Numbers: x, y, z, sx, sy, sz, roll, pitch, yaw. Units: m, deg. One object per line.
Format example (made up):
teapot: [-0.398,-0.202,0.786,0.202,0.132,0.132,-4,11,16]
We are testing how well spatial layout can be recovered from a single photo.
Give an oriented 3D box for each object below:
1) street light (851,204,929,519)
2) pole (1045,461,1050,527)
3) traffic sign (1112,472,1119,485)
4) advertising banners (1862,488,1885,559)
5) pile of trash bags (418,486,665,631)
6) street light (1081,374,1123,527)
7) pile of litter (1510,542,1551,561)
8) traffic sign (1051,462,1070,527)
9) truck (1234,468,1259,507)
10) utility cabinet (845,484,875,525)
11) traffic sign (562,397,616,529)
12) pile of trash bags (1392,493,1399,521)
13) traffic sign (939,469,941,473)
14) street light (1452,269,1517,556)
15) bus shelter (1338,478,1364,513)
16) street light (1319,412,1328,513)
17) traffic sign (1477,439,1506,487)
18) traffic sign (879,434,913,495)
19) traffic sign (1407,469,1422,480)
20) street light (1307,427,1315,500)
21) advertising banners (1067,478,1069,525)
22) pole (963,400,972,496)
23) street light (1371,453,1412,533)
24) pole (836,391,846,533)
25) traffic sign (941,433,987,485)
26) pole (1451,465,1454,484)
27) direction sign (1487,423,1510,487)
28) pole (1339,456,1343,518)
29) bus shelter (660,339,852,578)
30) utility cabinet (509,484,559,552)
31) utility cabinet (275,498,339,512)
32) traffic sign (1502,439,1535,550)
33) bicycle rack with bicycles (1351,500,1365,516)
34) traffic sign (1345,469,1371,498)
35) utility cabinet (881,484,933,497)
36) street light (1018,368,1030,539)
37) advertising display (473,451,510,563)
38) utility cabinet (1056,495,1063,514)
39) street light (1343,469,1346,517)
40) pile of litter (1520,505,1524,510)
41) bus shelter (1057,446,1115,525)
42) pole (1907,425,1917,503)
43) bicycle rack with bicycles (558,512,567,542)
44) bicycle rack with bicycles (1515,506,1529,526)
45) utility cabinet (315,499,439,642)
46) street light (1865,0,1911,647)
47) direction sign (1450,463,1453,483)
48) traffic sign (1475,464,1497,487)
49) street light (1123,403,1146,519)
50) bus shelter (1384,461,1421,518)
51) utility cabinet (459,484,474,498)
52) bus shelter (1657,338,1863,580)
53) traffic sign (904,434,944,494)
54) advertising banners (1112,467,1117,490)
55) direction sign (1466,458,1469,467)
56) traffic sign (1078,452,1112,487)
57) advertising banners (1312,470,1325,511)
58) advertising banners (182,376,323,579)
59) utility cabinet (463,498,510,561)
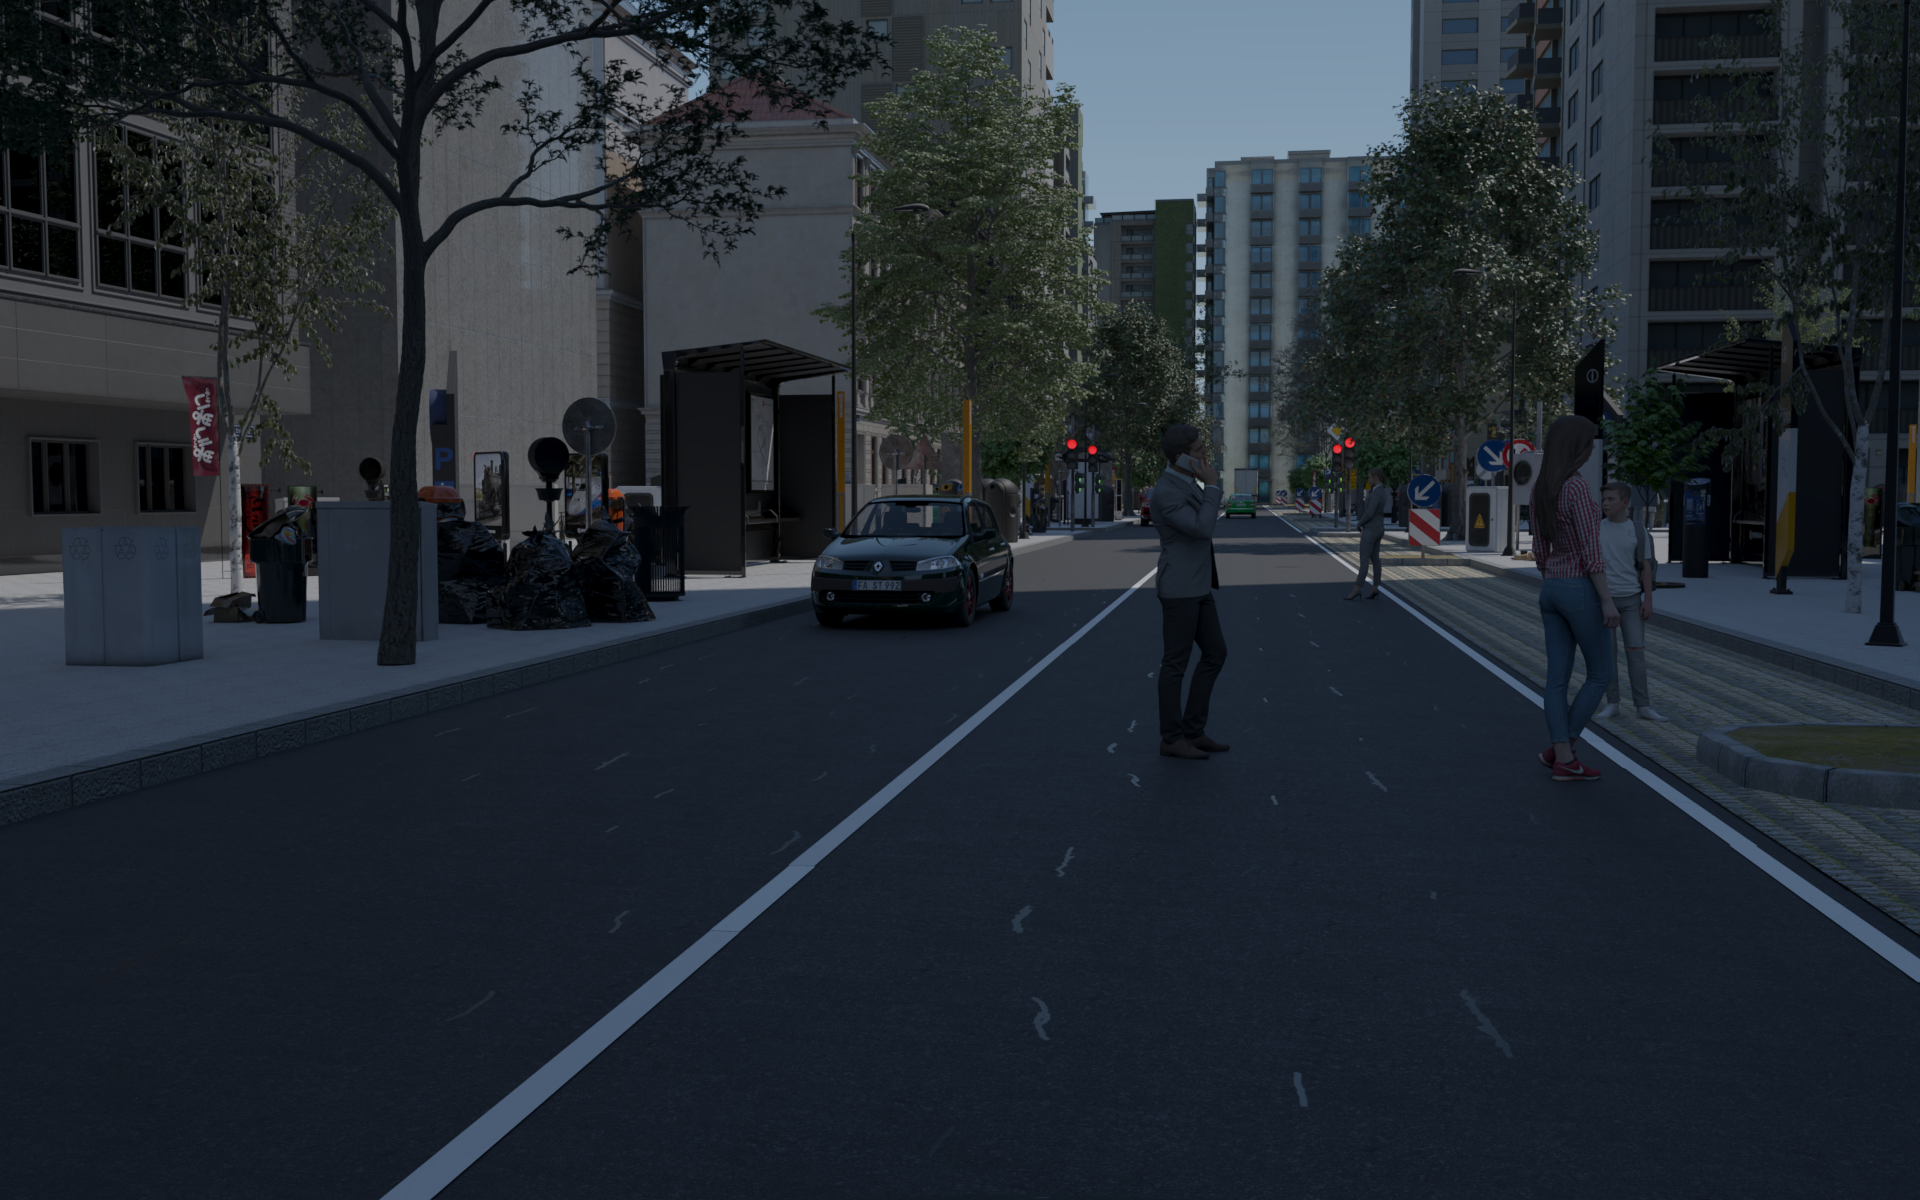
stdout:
street light: [-1.186,-3.389,27.958,1.470,5.913,1.316,1,4,9]
pole: [3.400,-4.488,67.214,0.158,3.312,0.155,0,3,0]
traffic sign: [7.387,-5.122,84.927,0.795,2.450,0.064,1,4,10]
advertising banners: [17.588,-2.360,34.774,0.090,3.025,2.074,-2,4,-34]
pile of trash bags: [-4.712,-0.498,17.891,3.447,1.369,1.912,3,5,44]
street light: [5.408,-5.785,67.133,1.470,5.913,1.316,1,4,9]
pile of litter: [11.418,-1.180,33.260,1.176,0.858,1.719,-2,4,-26]
traffic sign: [3.922,-4.155,68.038,0.768,2.556,0.104,1,4,15]
truck: [31.892,-12.479,192.947,2.839,4.237,11.283,1,4,10]
utility cabinet: [-2.229,-1.766,37.555,0.318,1.500,1.173,-2,4,-31]
traffic sign: [-4.887,-1.387,22.789,0.768,2.556,0.104,1,4,13]
pile of trash bags: [21.602,-4.479,82.979,1.912,1.369,3.447,-1,4,-12]
traffic sign: [-0.344,-3.571,58.492,0.768,2.556,0.104,1,4,17]
street light: [10.858,-3.870,35.821,1.470,5.913,1.316,1,4,9]
bus shelter: [25.618,-7.339,113.921,2.014,3.302,5.546,1,4,9]
street light: [20.921,-7.595,96.715,1.470,5.913,1.316,1,4,9]
traffic sign: [12.430,-2.465,40.403,0.768,2.556,0.104,1,4,13]
traffic sign: [-1.374,-2.254,36.961,0.768,2.556,0.104,1,4,16]
traffic sign: [23.268,-5.417,88.678,0.768,2.556,0.104,1,4,14]
street light: [24.386,-8.892,117.929,1.470,5.913,1.316,1,4,9]
advertising banners: [4.445,-4.596,71.338,0.090,3.025,2.074,0,4,5]
pole: [0.156,-2.680,37.657,0.158,3.312,0.155,0,3,0]
street light: [14.394,-5.192,57.432,1.470,5.913,1.316,1,4,9]
pole: [-2.367,-2.481,34.407,0.158,3.312,0.155,0,3,0]
traffic sign: [0.461,-3.881,57.331,2.265,3.308,0.079,1,4,16]
pole: [34.563,-7.813,121.591,0.158,3.312,0.155,0,3,0]
direction sign: [17.191,-3.875,55.360,0.876,3.537,0.379,-1,4,-22]
pole: [20.508,-6.078,93.216,0.158,3.312,0.155,0,3,0]
bus shelter: [-3.303,-2.337,29.495,1.731,3.624,6.357,1,4,9]
utility cabinet: [-9.305,-1.762,37.481,1.173,1.500,0.318,0,4,2]
utility cabinet: [-11.088,-1.119,29.453,0.306,1.237,1.020,3,5,40]
traffic sign: [12.858,-2.433,39.885,0.768,2.556,0.104,1,4,12]
bicycle rack with bicycles: [23.566,-5.285,99.795,2.852,0.926,2.925,-3,5,-44]
traffic sign: [25.594,-7.123,110.332,2.265,3.308,0.079,1,4,19]
utility cabinet: [-1.174,-1.824,38.501,1.173,1.500,0.318,2,4,31]
street light: [2.357,-4.686,49.160,1.470,5.913,1.316,1,4,9]
advertising display: [-7.123,-1.293,26.355,0.123,1.923,0.974,-3,5,-40]
utility cabinet: [4.794,-4.358,82.412,0.306,1.237,1.020,1,4,13]
street light: [17.339,-6.274,75.126,1.470,5.913,1.316,1,4,9]
pile of litter: [31.724,-5.182,98.683,1.176,0.858,1.719,0,4,-8]
bus shelter: [5.502,-4.965,75.098,2.014,3.302,5.546,1,4,9]
pole: [27.992,-3.494,50.967,0.158,3.312,0.155,0,3,0]
bicycle rack with bicycles: [-9.000,-1.761,42.175,2.852,0.926,2.925,-1,4,-17]
bicycle rack with bicycles: [22.330,-3.533,71.143,2.925,0.926,2.852,-1,4,-11]
utility cabinet: [-5.128,-0.251,15.269,1.020,1.237,0.306,1,4,13]
street light: [7.330,-2.573,14.617,1.470,5.913,1.316,1,4,9]
direction sign: [35.841,-8.152,125.288,0.379,3.537,0.876,-3,5,-42]
traffic sign: [19.471,-3.916,64.140,0.768,2.556,0.104,1,4,16]
street light: [8.780,-7.084,88.363,1.470,5.913,1.316,1,4,9]
bus shelter: [23.127,-5.999,92.000,2.014,3.302,5.546,1,4,9]
utility cabinet: [-10.496,-1.734,37.037,1.173,1.500,0.318,2,4,29]
bus shelter: [13.129,-2.305,28.964,1.731,3.624,6.357,1,4,9]
traffic sign: [-0.775,-2.287,37.397,0.884,2.594,0.081,1,4,13]
advertising banners: [8.918,-6.919,109.314,2.074,3.025,0.090,1,4,16]
direction sign: [31.238,-7.063,107.471,0.876,3.537,0.379,-2,4,-29]
traffic sign: [6.326,-5.565,84.862,2.265,3.308,0.079,1,4,13]
advertising banners: [26.186,-7.925,125.768,0.090,3.025,2.074,-2,4,-25]
advertising banners: [-10.730,-1.845,26.355,2.074,3.025,0.090,-3,5,-42]
utility cabinet: [-7.971,-1.065,28.567,1.020,1.237,0.306,0,3,0]
